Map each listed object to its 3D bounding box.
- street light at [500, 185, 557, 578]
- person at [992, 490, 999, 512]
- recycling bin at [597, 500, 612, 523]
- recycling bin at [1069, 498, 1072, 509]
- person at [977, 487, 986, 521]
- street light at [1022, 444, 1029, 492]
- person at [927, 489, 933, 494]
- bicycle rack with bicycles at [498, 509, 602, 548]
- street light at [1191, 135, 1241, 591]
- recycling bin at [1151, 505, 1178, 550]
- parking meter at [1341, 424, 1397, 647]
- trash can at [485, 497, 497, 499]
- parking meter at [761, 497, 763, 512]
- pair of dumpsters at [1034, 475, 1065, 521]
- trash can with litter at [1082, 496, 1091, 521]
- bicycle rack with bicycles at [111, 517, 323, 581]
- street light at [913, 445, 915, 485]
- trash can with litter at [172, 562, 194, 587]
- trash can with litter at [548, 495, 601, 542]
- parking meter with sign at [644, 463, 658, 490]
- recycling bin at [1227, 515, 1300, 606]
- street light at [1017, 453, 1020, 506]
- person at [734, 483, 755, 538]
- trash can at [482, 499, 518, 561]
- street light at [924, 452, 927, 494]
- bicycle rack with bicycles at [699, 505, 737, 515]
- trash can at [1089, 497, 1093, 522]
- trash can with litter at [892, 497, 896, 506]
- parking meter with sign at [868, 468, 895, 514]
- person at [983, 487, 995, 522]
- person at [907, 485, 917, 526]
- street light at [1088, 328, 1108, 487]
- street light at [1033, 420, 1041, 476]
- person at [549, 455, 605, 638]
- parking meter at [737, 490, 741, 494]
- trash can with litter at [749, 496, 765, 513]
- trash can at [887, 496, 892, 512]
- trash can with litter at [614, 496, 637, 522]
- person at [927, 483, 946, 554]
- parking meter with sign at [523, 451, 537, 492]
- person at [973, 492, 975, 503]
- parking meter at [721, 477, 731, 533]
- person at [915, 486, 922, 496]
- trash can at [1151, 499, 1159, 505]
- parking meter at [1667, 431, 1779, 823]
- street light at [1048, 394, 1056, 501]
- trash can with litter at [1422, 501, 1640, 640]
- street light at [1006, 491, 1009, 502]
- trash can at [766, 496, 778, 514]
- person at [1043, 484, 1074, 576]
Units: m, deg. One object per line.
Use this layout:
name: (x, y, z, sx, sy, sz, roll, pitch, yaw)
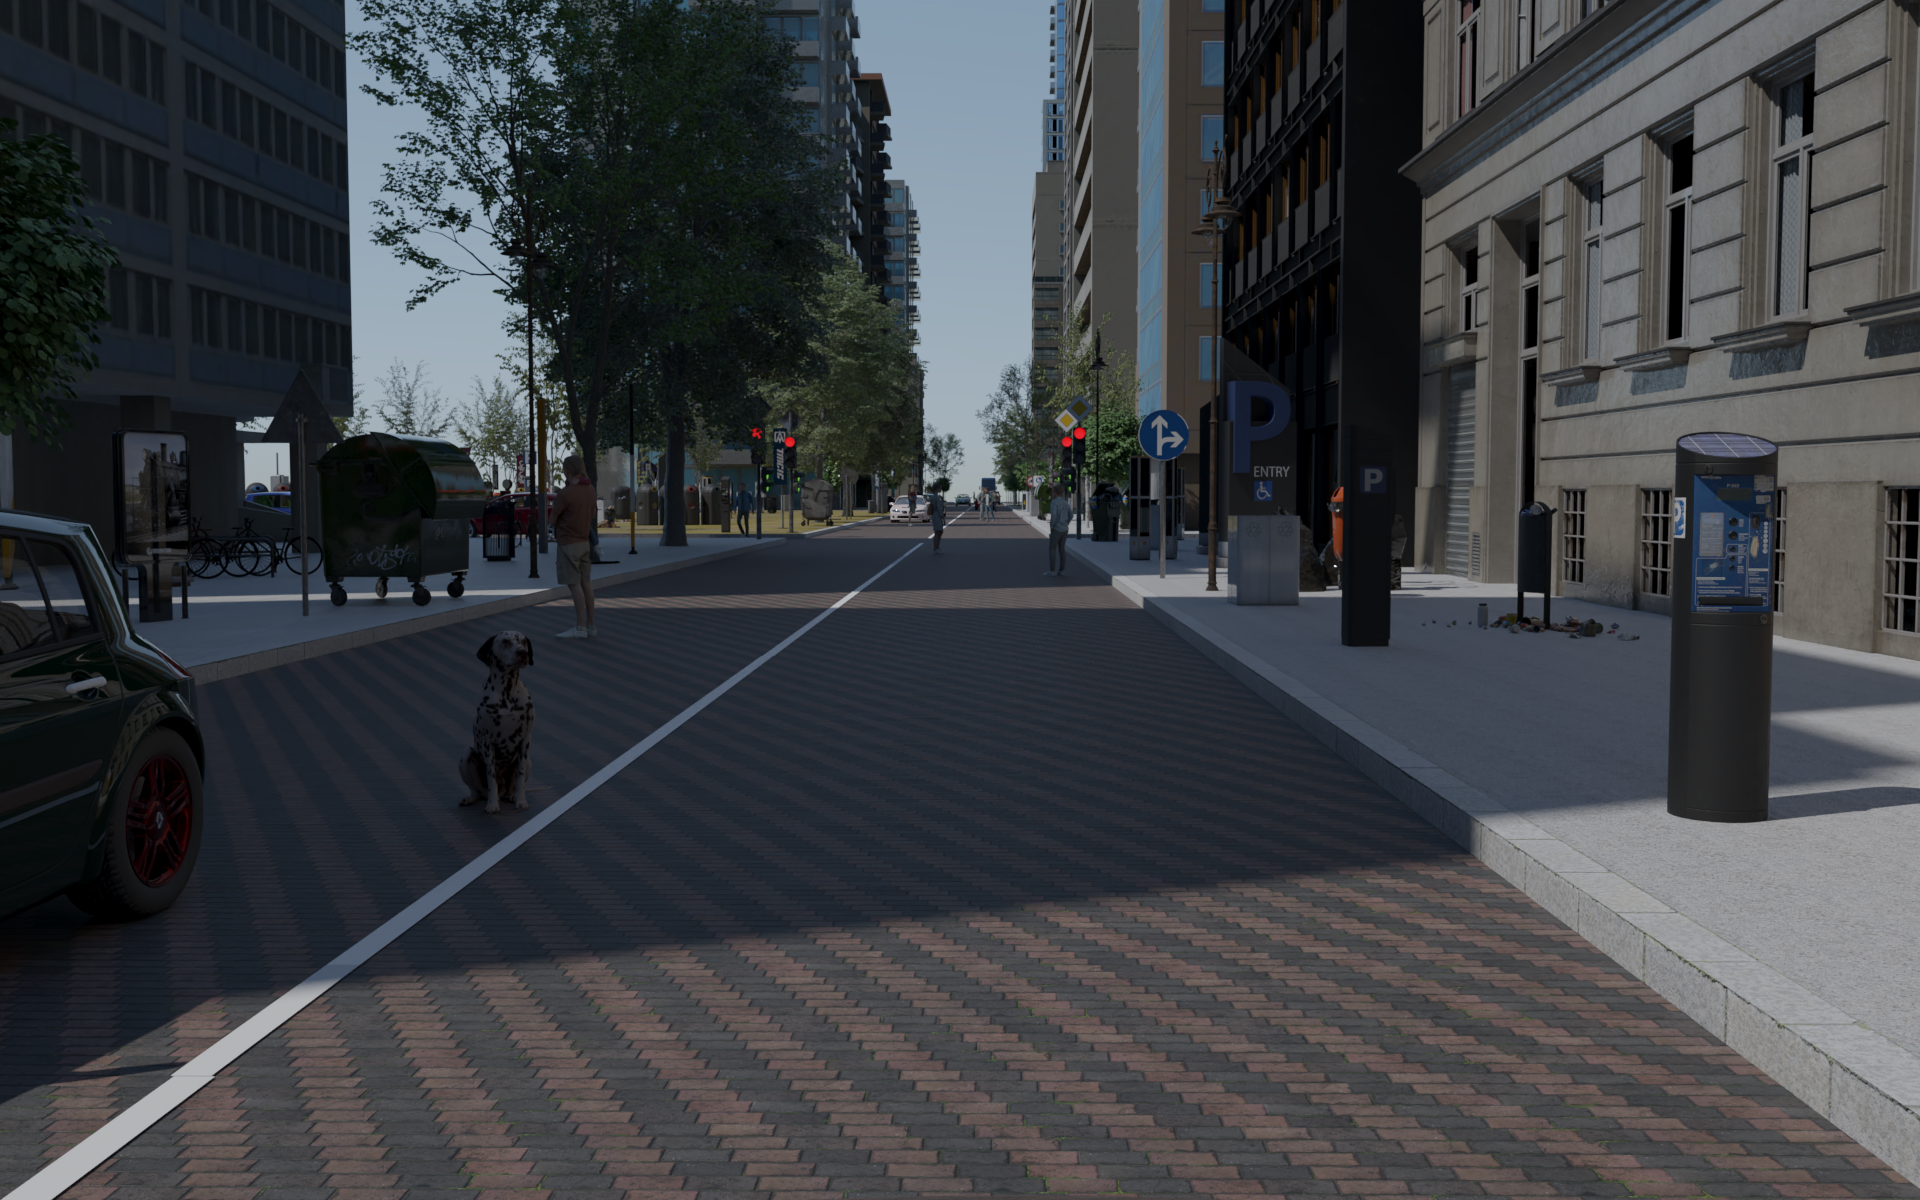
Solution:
street light: (-6.522, -3.275, 26.337, 0.468, 5.910, 1.993, 0, 4, 1)
person: (2.777, -7.908, 138.319, 0.617, 1.759, 0.750, 1, 4, 19)
recycling bin: (-14.208, -3.417, 68.417, 0.722, 1.027, 0.722, 1, 4, 16)
recycling bin: (7.102, -6.248, 114.712, 0.722, 1.027, 0.722, 2, 4, 30)
person: (1.228, -5.223, 93.996, 0.391, 1.810, 0.635, 2, 4, 35)
street light: (5.125, -9.711, 131.562, 0.468, 5.910, 1.993, 0, 4, 1)
person: (-2.093, -6.920, 121.828, 0.592, 1.802, 0.473, 3, 5, 40)
bicycle rack with bicycles: (-9.869, -1.751, 42.016, 2.852, 0.926, 2.925, 0, 4, 4)
street light: (3.345, -3.059, 22.795, 0.468, 5.910, 1.993, 0, 4, 1)
recycling bin: (4.560, -1.667, 39.816, 0.722, 1.027, 0.722, 2, 4, 28)
parking meter: (3.452, -0.545, 14.628, 0.399, 1.863, 0.255, 0, 4, -6)
trash can: (-20.323, -3.847, 74.544, 0.748, 1.137, 0.748, 0, 3, 0)
parking meter: (-14.537, -7.346, 125.820, 0.255, 1.863, 0.399, 2, 4, 30)
pair of dumpsters: (4.465, -5.018, 84.537, 1.574, 2.255, 4.437, 0, 4, 1)
trash can with litter: (6.208, -4.335, 82.262, 0.624, 1.170, 1.055, -1, 4, -20)
bicycle rack with bicycles: (-11.491, -0.835, 27.028, 2.925, 0.926, 2.852, -1, 4, -19)
street light: (-4.306, -11.438, 159.793, 0.468, 5.910, 1.993, 0, 4, 1)
trash can with litter: (-11.076, -0.791, 24.318, 1.055, 1.170, 0.624, 3, 5, 43)
trash can with litter: (-10.624, -2.175, 46.616, 1.678, 1.210, 2.233, 0, 4, 1)
parking meter with sign: (-16.933, -6.193, 97.523, 1.738, 3.016, 0.543, 2, 4, 28)
recycling bin: (3.538, -0.469, 20.224, 0.722, 1.027, 0.722, 0, 4, -1)
street light: (5.630, -11.215, 156.146, 0.468, 5.910, 1.993, 0, 4, 1)
person: (-6.693, -2.746, 53.747, 0.601, 1.785, 0.444, 1, 4, 17)
trash can: (-8.831, -1.315, 33.156, 0.748, 1.137, 0.748, 0, 3, 0)
street light: (-3.719, -13.004, 185.398, 0.468, 5.910, 1.993, 0, 4, 1)
bicycle rack with bicycles: (-14.578, -5.533, 103.843, 2.925, 0.926, 2.852, 0, 4, -2)
trash can: (6.259, -4.115, 78.930, 0.748, 1.137, 0.748, 0, 3, 0)
trash can with litter: (-4.666, -6.934, 124.754, 1.055, 1.170, 0.624, 0, 4, 2)
parking meter with sign: (-5.191, -7.225, 114.390, 1.738, 3.016, 0.543, -1, 4, -20)
person: (1.488, -4.967, 90.056, 0.623, 1.781, 0.721, 1, 4, 22)
person: (-2.185, -4.295, 78.698, 0.573, 1.828, 0.580, -3, 5, -40)
street light: (3.844, -4.626, 48.427, 0.468, 5.910, 1.993, 0, 4, 1)
street light: (4.708, -8.145, 105.957, 0.468, 5.910, 1.993, 0, 4, 1)
person: (-3.852, -0.546, 17.396, 0.573, 1.828, 0.580, -2, 4, -25)
parking meter: (-14.329, -6.396, 112.986, 0.372, 1.533, 0.369, 0, 3, 0)
trash can with litter: (-13.999, -6.487, 117.119, 1.678, 1.210, 2.233, 2, 4, 26)
trash can: (-5.179, -6.838, 123.456, 0.748, 1.137, 0.748, 0, 3, 0)
trash can with litter: (-15.179, -4.206, 79.822, 2.233, 1.210, 1.678, -1, 4, -18)
person: (-0.549, -1.962, 41.585, 0.522, 1.701, 0.512, -1, 4, -21)
parking meter with sign: (-17.217, -4.465, 69.262, 0.543, 3.016, 1.738, -1, 4, -12)
person: (2.143, -15.806, 266.906, 0.705, 1.826, 1.348, 0, 4, -7)
parking meter: (-7.790, -3.173, 57.596, 0.255, 1.863, 0.399, 0, 4, 3)
person: (-2.455, -5.475, 97.370, 0.474, 1.900, 0.648, 2, 4, 24)
trash can: (5.183, -2.234, 48.172, 0.748, 1.137, 0.748, 0, 3, 0)
parking meter: (3.029, 0.093, 6.883, 0.372, 1.533, 0.369, 0, 3, 0)
street light: (4.342, -6.591, 80.544, 0.468, 5.910, 1.993, 0, 4, 1)
trash can with litter: (5.468, -0.313, 16.183, 1.678, 1.210, 2.233, -1, 4, -11)
street light: (7.486, -17.925, 265.853, 0.468, 5.910, 1.993, 0, 4, 1)
trash can: (-12.384, -6.266, 114.096, 0.748, 1.137, 0.748, 0, 3, 0)
person: (1.732, -1.229, 30.397, 0.589, 1.601, 0.330, -3, 4, -37)
